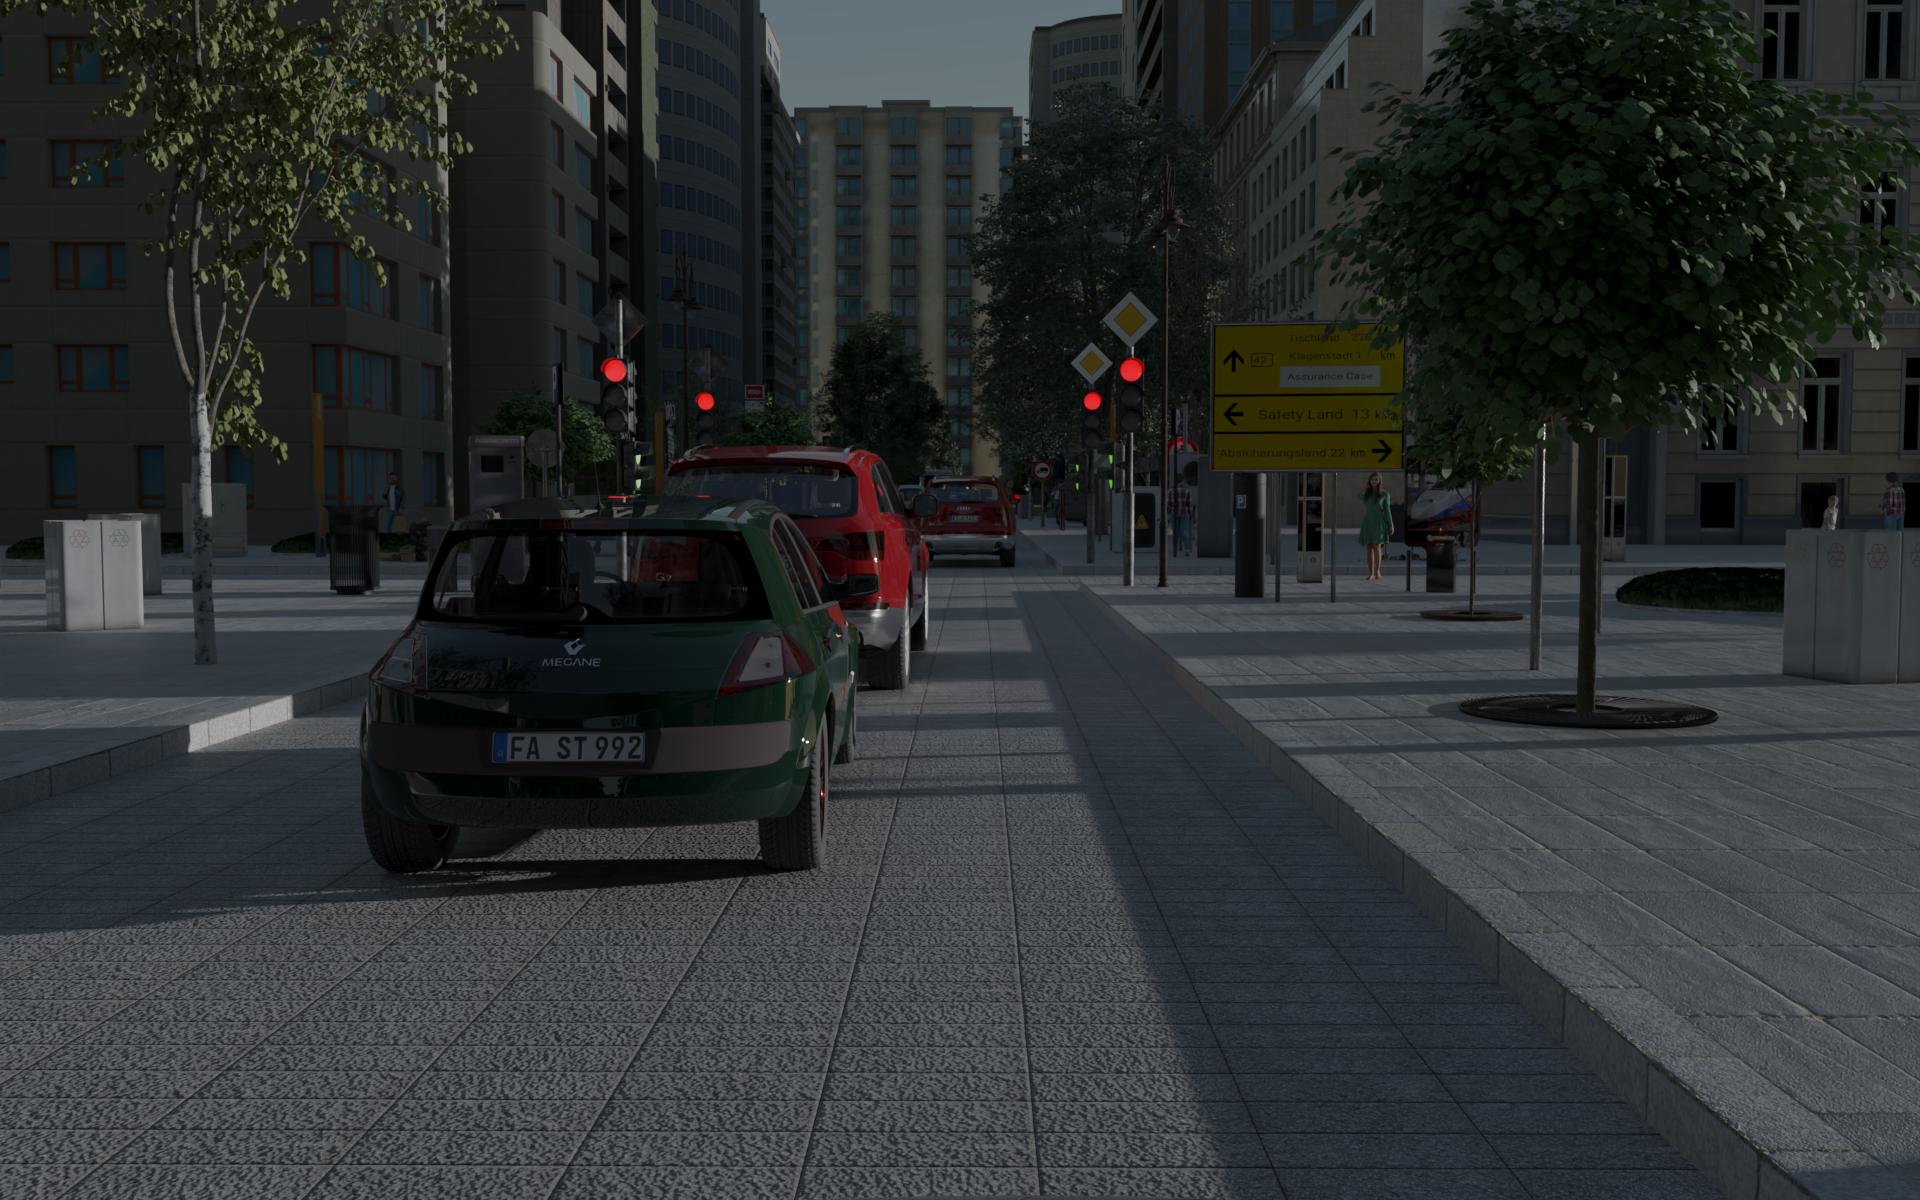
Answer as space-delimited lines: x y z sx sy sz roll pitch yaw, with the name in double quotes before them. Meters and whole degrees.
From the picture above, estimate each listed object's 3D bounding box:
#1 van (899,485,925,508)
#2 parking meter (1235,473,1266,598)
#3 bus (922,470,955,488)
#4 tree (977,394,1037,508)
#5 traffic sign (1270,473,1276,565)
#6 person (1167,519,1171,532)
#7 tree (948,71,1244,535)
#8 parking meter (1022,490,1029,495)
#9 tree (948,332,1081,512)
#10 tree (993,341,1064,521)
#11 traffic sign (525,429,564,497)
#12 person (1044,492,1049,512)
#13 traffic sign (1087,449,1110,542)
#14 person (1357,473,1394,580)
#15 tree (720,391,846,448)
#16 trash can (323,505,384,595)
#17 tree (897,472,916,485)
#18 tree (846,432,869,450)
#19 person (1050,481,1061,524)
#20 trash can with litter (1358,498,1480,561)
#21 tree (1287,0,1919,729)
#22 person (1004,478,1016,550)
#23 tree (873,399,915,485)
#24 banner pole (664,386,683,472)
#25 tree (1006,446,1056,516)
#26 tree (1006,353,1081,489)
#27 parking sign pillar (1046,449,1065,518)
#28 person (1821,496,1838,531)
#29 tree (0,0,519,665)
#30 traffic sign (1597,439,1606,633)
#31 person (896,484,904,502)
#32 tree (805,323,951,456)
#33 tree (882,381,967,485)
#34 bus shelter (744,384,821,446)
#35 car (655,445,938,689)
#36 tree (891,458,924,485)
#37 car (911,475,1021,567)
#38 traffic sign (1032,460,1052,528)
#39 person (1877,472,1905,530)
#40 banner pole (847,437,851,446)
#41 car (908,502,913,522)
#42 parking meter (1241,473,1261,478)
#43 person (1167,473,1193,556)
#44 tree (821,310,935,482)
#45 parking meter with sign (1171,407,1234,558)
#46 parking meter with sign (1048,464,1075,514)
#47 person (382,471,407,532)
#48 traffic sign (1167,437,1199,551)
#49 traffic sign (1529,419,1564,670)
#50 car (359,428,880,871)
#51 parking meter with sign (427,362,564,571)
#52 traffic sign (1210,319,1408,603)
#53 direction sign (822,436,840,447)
"van" -2.252 -4.529 81.059 2.013 2.044 4.112 0 3 0
"parking meter" 3.610 -0.802 21.525 0.372 1.533 0.369 0 3 0
"bus" -1.363 -8.886 140.139 2.948 3.499 13.247 0 4 2
"tree" 5.029 -14.074 155.872 9.928 11.665 9.643 0 3 0
"traffic sign" 5.673 -1.911 31.345 0.768 2.556 0.104 0 4 7
"person" 7.169 -3.194 58.183 0.836 1.842 0.656 -2 4 -27
"tree" 4.430 -9.003 53.853 9.857 13.997 8.962 0 3 0
"parking meter" 3.659 -5.437 97.309 0.372 1.533 0.369 0 3 0
"tree" 4.289 -12.949 122.078 12.009 13.543 11.850 0 3 0
"tree" 3.367 -8.029 81.632 4.360 8.622 3.978 0 3 0
"traffic sign" -8.106 -2.062 33.826 0.768 2.556 0.104 0 4 2
"person" 6.300 -7.222 127.378 0.557 1.426 1.065 -2 4 -31
"traffic sign" 3.771 -2.844 46.607 0.768 2.556 0.104 0 4 7
"person" 6.910 -1.228 28.821 0.600 1.795 0.529 1 4 15
"tree" -6.095 -4.397 55.605 4.285 4.588 4.351 0 3 0
"trash can" -7.763 -0.645 22.202 0.748 1.137 0.748 0 3 0
"tree" -4.236 -8.702 136.875 1.663 3.219 1.824 0 3 0
"tree" -5.765 -6.050 82.636 4.285 4.588 4.351 0 3 0
"person" 4.223 -4.213 75.024 0.679 1.850 0.850 1 4 10
"trash can with litter" 8.872 -1.367 33.415 2.233 1.210 1.678 1 4 17
"tree" 3.607 -1.612 10.069 4.285 4.588 4.351 0 3 0
"person" 1.164 -2.167 43.846 0.836 1.842 0.656 -3 5 -40
"tree" -4.950 -10.682 125.020 4.360 8.622 3.978 0 3 0
"banner pole" -6.632 -3.077 40.330 0.401 3.779 0.863 -3 5 -45
"tree" 4.380 -7.226 101.851 4.285 4.588 4.351 0 3 0
"tree" 4.469 -8.450 88.512 4.737 8.622 4.395 0 3 0
"parking sign pillar" 5.386 -6.432 93.640 1.447 3.967 1.447 -1 4 -19
"person" 16.079 -1.299 31.964 0.332 1.250 0.352 0 4 -1
"tree" -5.498 -3.828 12.956 4.737 8.622 4.395 0 3 0
"traffic sign" 5.877 -0.966 15.902 0.768 2.556 0.104 0 4 3
"person" -2.426 -3.498 65.899 0.606 1.804 0.583 2 4 34
"tree" -4.542 -9.759 93.967 8.767 10.594 7.601 0 4 8
"tree" -4.079 -15.392 168.663 9.611 12.733 9.660 0 3 0
"bus shelter" -6.761 -5.405 66.001 2.179 5.291 8.768 0 4 0
"car" -1.343 -0.342 14.260 2.281 1.827 5.304 0 4 2
"tree" -4.620 -10.198 150.445 4.285 4.588 4.351 0 3 0
"car" 0.112 -1.642 35.519 2.281 1.827 5.304 0 4 1
"traffic sign" 3.094 -3.975 65.094 0.768 2.556 0.104 1 4 10
"person" 18.445 -1.667 34.141 0.563 1.720 0.643 -2 4 -28
"banner pole" -4.868 -5.275 76.261 0.401 3.779 0.863 0 4 6
"car" -0.602 -2.092 46.007 2.131 1.459 4.920 0 4 -1
"parking meter" 5.619 -1.698 33.470 0.255 1.863 0.399 3 4 36
"person" 4.525 -1.766 35.763 0.563 1.720 0.643 0 4 5
"tree" -5.228 -11.582 107.489 7.486 12.596 7.792 0 3 0
"parking meter with sign" 5.152 -2.359 34.838 1.738 3.016 0.543 1 4 17
"parking meter with sign" 5.716 -6.264 98.676 0.543 3.016 1.738 -3 5 -41
"person" -13.562 -2.178 41.645 0.794 1.824 0.713 2 4 30
"traffic sign" 4.936 -2.357 38.641 0.768 2.556 0.104 1 4 9
"traffic sign" 4.198 -0.762 12.561 0.768 2.556 0.104 0 4 1
"car" -1.387 0.110 7.986 2.009 1.686 4.222 0 4 -1
"parking meter with sign" -6.140 -1.629 22.890 1.738 3.016 0.543 -1 4 -20
"traffic sign" 4.089 -1.623 20.404 2.265 3.308 0.079 1 4 10
"direction sign" -5.023 -4.628 67.670 0.379 3.537 0.876 3 5 45
